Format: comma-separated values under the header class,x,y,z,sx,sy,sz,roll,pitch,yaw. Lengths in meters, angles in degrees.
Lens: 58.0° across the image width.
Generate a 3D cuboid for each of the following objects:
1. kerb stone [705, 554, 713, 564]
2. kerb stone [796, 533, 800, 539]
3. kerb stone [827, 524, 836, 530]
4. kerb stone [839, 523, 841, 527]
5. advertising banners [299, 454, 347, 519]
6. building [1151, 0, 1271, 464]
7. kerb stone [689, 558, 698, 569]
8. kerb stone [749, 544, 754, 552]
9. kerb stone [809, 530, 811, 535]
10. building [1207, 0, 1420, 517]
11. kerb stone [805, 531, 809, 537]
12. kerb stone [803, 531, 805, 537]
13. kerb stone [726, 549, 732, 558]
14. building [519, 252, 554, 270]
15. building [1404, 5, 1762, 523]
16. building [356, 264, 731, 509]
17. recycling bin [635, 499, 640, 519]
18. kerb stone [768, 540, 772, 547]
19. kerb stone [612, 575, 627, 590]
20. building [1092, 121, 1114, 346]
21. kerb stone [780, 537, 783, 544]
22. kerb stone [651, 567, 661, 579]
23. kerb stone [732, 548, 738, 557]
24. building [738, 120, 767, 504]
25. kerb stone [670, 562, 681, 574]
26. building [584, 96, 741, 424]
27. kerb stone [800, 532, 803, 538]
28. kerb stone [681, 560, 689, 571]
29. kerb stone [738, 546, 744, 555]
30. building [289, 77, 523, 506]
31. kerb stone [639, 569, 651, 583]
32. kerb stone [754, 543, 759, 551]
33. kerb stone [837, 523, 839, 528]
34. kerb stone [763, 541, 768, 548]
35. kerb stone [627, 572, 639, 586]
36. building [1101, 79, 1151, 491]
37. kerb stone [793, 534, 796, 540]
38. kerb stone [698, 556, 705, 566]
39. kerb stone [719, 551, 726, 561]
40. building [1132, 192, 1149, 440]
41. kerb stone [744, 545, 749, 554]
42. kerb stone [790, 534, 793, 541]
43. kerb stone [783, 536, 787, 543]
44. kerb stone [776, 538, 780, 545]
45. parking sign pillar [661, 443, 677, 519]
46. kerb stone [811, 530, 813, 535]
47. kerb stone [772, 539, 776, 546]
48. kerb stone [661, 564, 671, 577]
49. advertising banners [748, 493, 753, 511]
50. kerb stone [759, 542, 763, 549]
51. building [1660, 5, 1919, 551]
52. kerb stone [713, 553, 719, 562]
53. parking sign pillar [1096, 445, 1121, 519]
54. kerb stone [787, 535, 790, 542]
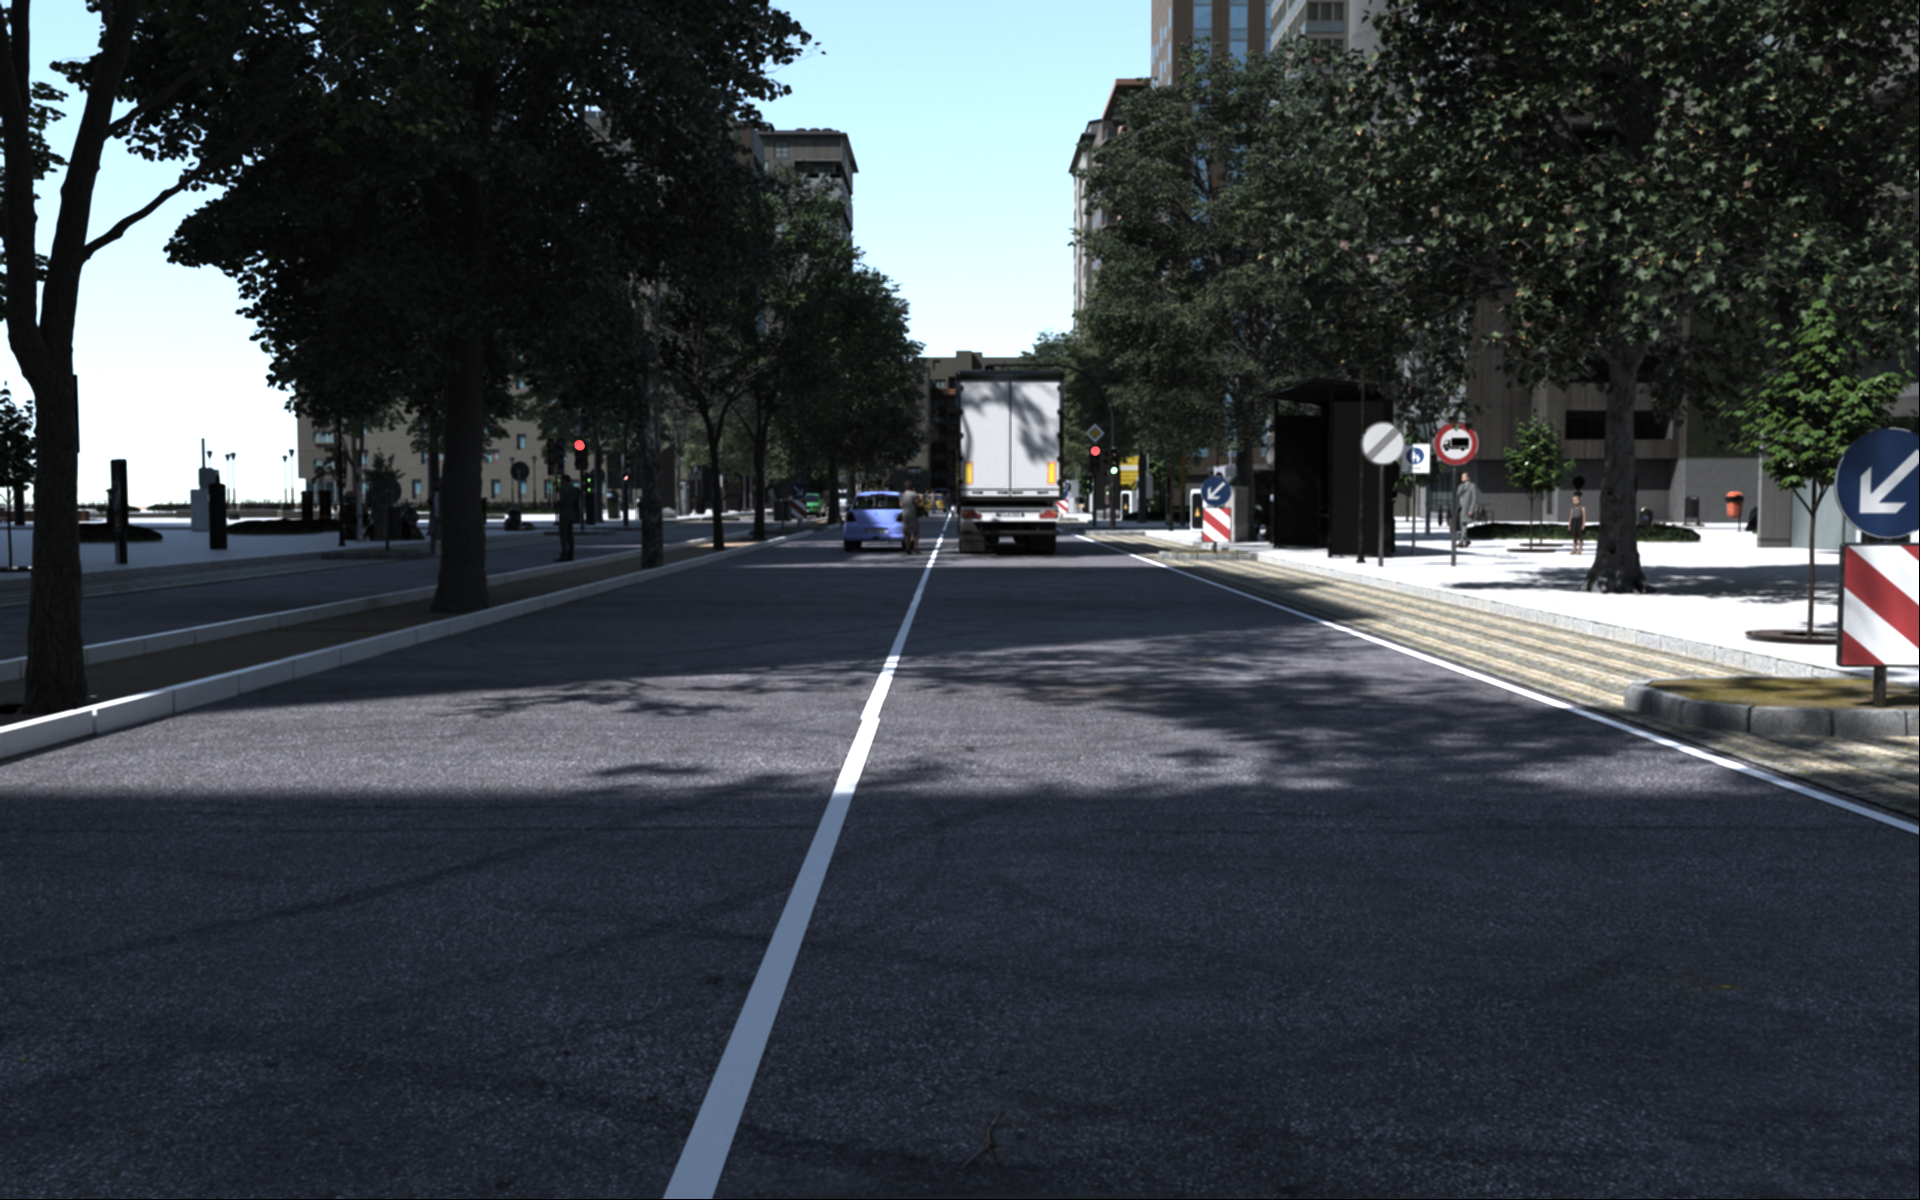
class,x,y,z,sx,sy,sz,roll,pitch,yaw
kerb stone,-5.244,-0.807,35.438,0.120,0.150,1.000,0,3,0
kerb stone,-5.265,-2.001,54.907,0.120,0.150,1.000,0,3,0
kerb stone,-5.290,-2.975,70.843,0.120,0.150,1.000,0,3,0
kerb stone,-5.288,-3.162,73.914,0.120,0.150,1.000,0,3,0
advertising banners,-25.952,-4.557,70.700,2.074,3.025,0.090,0,4,3
building,22.217,-29.519,132.739,14.600,45.320,14.200,0,3,0
kerb stone,-5.243,-0.685,33.390,0.120,0.150,1.000,0,3,0
kerb stone,-5.249,-1.249,42.617,0.120,0.150,1.000,0,3,0
kerb stone,-5.270,-2.252,59.012,0.120,0.150,1.000,0,3,0
building,31.840,-25.192,103.770,32.217,40.220,23.993,0,3,0
kerb stone,-5.260,-2.189,57.987,0.120,0.150,1.000,0,3,0
kerb stone,-5.273,-2.126,56.955,0.120,0.150,1.000,0,3,0
kerb stone,-5.253,-0.992,38.509,0.120,0.150,1.000,0,3,0
building,-44.865,-26.501,204.993,14.107,30.474,14.160,0,3,0
building,30.029,-19.035,82.926,14.107,30.474,14.160,0,3,0
building,-36.690,-19.200,158.965,27.650,21.520,28.899,0,3,0
recycling bin,-16.170,-4.649,88.569,0.722,1.027,0.722,-1,4,-22
kerb stone,-5.252,-1.499,46.709,0.120,0.150,1.000,0,3,0
kerb stone,-5.239,-0.243,26.213,0.120,0.150,1.000,0,3,0
building,22.929,-33.853,203.601,14.600,45.320,14.200,0,3,0
kerb stone,-5.260,-1.687,49.781,0.120,0.150,1.000,0,3,0
kerb stone,-5.237,-0.430,29.284,0.120,0.150,1.000,0,3,0
kerb stone,-5.249,-1.060,39.532,0.120,0.150,1.000,0,3,0
building,-30.710,-33.854,203.630,14.200,45.320,14.600,0,3,0
kerb stone,-5.239,-0.559,31.329,0.120,0.150,1.000,0,3,0
building,-30.644,-30.350,179.822,14.154,41.232,14.086,0,3,0
kerb stone,-5.266,-2.063,55.933,0.120,0.150,1.000,0,3,0
kerb stone,-5.242,-0.620,32.359,0.120,0.150,1.000,0,3,0
kerb stone,-5.249,-1.123,40.553,0.120,0.150,1.000,0,3,0
building,-62.715,-35.284,200.596,21.600,48.544,21.300,0,3,0
kerb stone,-5.232,-0.371,28.262,0.120,0.150,1.000,0,3,0
kerb stone,-5.252,-1.312,43.639,0.120,0.150,1.000,0,3,0
kerb stone,-5.279,-3.100,72.888,0.120,0.150,1.000,0,3,0
kerb stone,-5.254,-1.437,45.684,0.120,0.150,1.000,0,3,0
kerb stone,-5.241,-0.308,27.239,0.120,0.150,1.000,0,3,0
building,26.285,-32.233,181.640,22.147,44.769,28.867,0,3,0
kerb stone,-5.276,-1.938,53.885,0.120,0.150,1.000,0,3,0
kerb stone,-5.242,-0.747,34.416,0.120,0.150,1.000,0,3,0
kerb stone,-5.242,-0.935,37.487,0.120,0.150,1.000,0,3,0
building,22.710,-23.787,160.625,14.160,30.474,14.107,0,3,0
kerb stone,-5.249,-1.186,41.587,0.120,0.150,1.000,0,3,0
kerb stone,-5.268,-1.876,52.862,0.120,0.150,1.000,0,3,0
kerb stone,-5.269,-1.750,50.809,0.120,0.150,1.000,0,3,0
kerb stone,-5.257,-1.624,48.757,0.120,0.150,1.000,0,3,0
parking sign pillar,-15.551,-6.243,90.537,1.447,3.967,1.447,-1,4,-10
kerb stone,-5.281,-2.308,60.034,0.120,0.150,1.000,0,3,0
kerb stone,-5.258,-1.558,47.736,0.120,0.150,1.000,0,3,0
kerb stone,-5.239,-0.490,30.308,0.120,0.150,1.000,0,3,0
advertising banners,-16.749,-8.255,131.151,2.074,3.025,0.090,-1,4,-16
kerb stone,-5.254,-1.374,44.663,0.120,0.150,1.000,0,3,0
building,30.270,-26.828,27.881,28.713,52.752,27.495,0,3,0
kerb stone,-5.246,-0.873,36.461,0.120,0.150,1.000,0,3,0
parking sign pillar,7.643,-6.190,89.683,1.447,3.967,1.447,1,4,14
kerb stone,-5.261,-1.813,51.840,0.120,0.150,1.000,0,3,0
